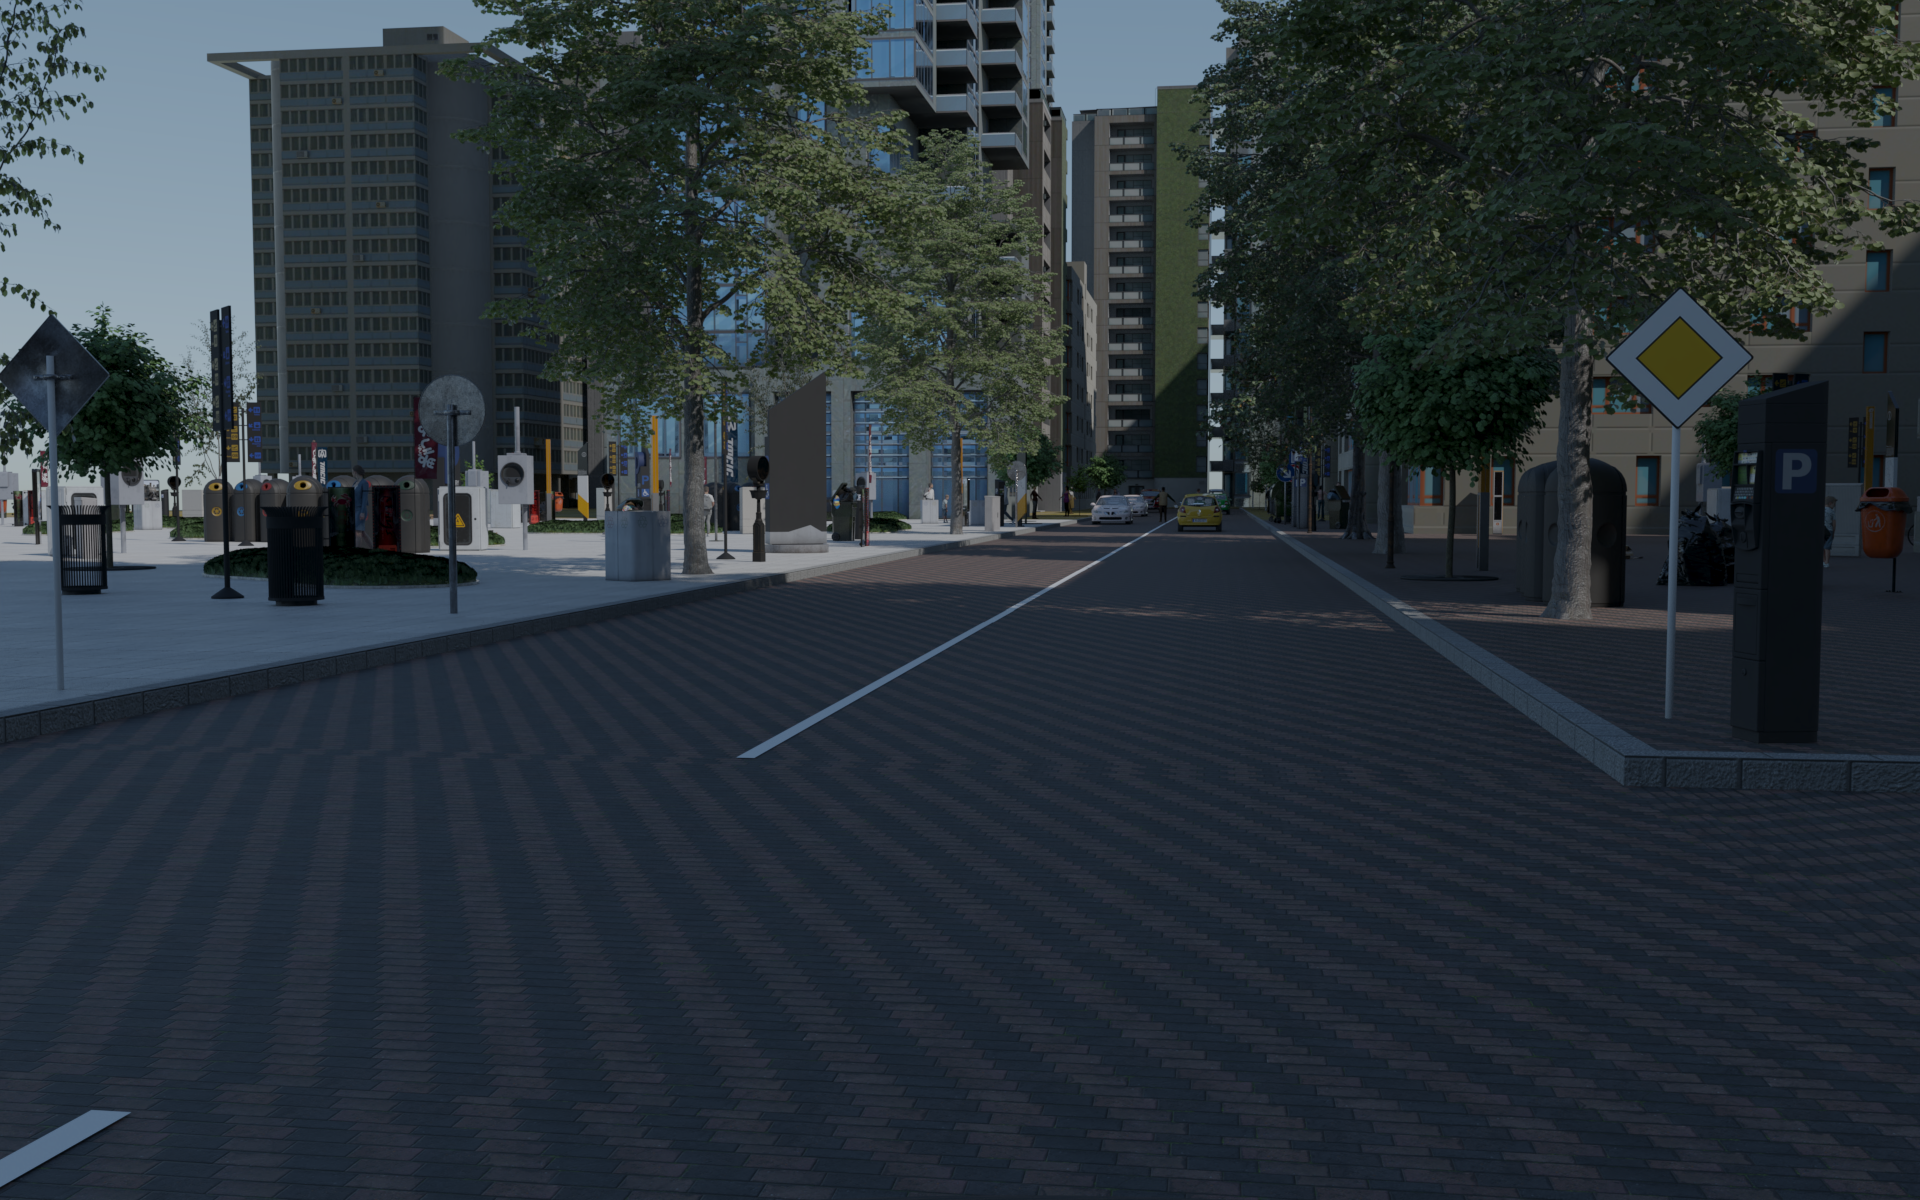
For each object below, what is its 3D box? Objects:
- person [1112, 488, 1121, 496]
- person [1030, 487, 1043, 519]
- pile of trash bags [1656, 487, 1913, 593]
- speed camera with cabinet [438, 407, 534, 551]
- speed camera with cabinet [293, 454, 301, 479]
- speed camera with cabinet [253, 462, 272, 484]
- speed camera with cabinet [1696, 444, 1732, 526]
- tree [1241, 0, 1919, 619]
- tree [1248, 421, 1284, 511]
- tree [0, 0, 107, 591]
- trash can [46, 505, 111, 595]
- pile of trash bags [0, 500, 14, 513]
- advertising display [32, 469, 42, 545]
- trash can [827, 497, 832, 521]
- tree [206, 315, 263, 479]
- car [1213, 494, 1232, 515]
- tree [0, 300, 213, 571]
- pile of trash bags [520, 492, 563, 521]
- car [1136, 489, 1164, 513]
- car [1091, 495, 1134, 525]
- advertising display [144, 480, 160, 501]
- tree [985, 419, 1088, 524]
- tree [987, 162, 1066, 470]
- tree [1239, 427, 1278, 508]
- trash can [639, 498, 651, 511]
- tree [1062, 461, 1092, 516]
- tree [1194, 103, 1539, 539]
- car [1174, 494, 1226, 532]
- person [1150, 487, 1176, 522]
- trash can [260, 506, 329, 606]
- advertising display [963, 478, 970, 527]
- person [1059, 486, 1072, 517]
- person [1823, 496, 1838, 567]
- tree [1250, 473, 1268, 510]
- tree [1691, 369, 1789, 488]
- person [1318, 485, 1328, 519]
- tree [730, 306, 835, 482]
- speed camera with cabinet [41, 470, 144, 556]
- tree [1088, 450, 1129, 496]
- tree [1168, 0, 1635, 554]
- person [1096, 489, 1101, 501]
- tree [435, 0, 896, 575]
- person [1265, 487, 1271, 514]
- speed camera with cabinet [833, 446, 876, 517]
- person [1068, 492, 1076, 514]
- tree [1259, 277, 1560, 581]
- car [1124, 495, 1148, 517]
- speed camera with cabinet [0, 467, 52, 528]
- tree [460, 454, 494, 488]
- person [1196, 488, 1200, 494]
[{"bbox_3d":[8.696,-5.340,96.480,0.551,1.740,0.621,0,4,7],"label":"person"},{"bbox_3d":[3.886,-4.988,88.414,0.721,1.723,1.217,2,4,31],"label":"person"},{"bbox_3d":[11.290,-0.852,23.683,1.912,1.369,3.447,-2,4,-30],"label":"pile of trash bags"},{"bbox_3d":[-10.743,-2.745,39.214,2.038,3.252,0.660,0,4,1],"label":"speed camera with cabinet"},{"bbox_3d":[-33.510,-5.607,86.015,2.038,3.252,0.660,-1,4,-19],"label":"speed camera with cabinet"},{"bbox_3d":[-33.810,-5.398,82.592,0.660,3.252,2.038,2,4,27],"label":"speed camera with cabinet"},{"bbox_3d":[22.285,-3.466,50.998,0.660,3.252,2.038,0,4,7],"label":"speed camera with cabinet"},{"bbox_3d":[6.503,-6.105,17.942,7.486,12.596,7.792,0,3,0],"label":"tree"},{"bbox_3d":[23.760,-11.218,133.778,4.360,8.622,3.978,0,3,0],"label":"tree"},{"bbox_3d":[-9.325,-3.947,14.904,4.360,8.622,3.978,0,3,0],"label":"tree"},{"bbox_3d":[-11.278,-0.645,22.205,0.748,1.137,0.748,0,3,0],"label":"trash can"},{"bbox_3d":[-40.330,-3.990,74.996,3.447,1.369,1.912,1,4,11],"label":"pile of trash bags"},{"bbox_3d":[-23.552,-2.385,44.209,0.123,1.923,0.974,-1,4,-23],"label":"advertising display"},{"bbox_3d":[-6.229,-4.278,81.601,0.748,1.137,0.748,0,3,0],"label":"trash can"},{"bbox_3d":[-30.558,-7.364,70.762,4.360,8.622,3.978,0,3,0],"label":"tree"},{"bbox_3d":[18.024,-6.879,121.271,1.959,1.807,4.718,1,4,10],"label":"car"},{"bbox_3d":[-14.586,-2.795,29.417,4.285,4.588,4.351,0,3,0],"label":"tree"},{"bbox_3d":[-20.074,-4.436,82.282,1.912,1.369,3.447,2,4,27],"label":"pile of trash bags"},{"bbox_3d":[14.835,-7.714,134.802,2.281,1.827,5.304,1,4,9],"label":"car"},{"bbox_3d":[7.342,-4.330,83.150,2.083,1.381,4.827,0,4,8],"label":"car"},{"bbox_3d":[-36.159,-4.398,77.125,0.974,1.923,0.123,-2,4,-26],"label":"advertising display"},{"bbox_3d":[2.930,-5.940,80.827,4.285,4.588,4.351,0,3,0],"label":"tree"},{"bbox_3d":[-0.507,-8.362,54.853,7.486,12.596,7.792,0,3,0],"label":"tree"},{"bbox_3d":[27.087,-12.740,158.657,4.737,8.622,4.395,0,3,0],"label":"tree"},{"bbox_3d":[-10.865,-2.917,59.349,0.748,1.137,0.748,0,3,0],"label":"trash can"},{"bbox_3d":[6.925,-6.457,100.181,1.663,3.219,1.824,0,3,0],"label":"tree"},{"bbox_3d":[11.485,-8.083,49.173,9.611,12.733,9.660,0,3,0],"label":"tree"},{"bbox_3d":[9.309,-3.488,67.250,2.015,1.641,3.980,0,4,8],"label":"car"},{"bbox_3d":[10.468,-4.930,89.195,1.348,1.812,0.705,0,4,4],"label":"person"},{"bbox_3d":[-7.671,-0.510,19.993,0.748,1.137,0.748,0,3,0],"label":"trash can"},{"bbox_3d":[0.173,-3.866,68.427,0.123,1.923,0.974,-1,4,-20],"label":"advertising display"},{"bbox_3d":[6.006,-5.619,98.589,0.721,1.739,1.217,-2,4,-30],"label":"person"},{"bbox_3d":[15.151,-1.200,30.341,0.352,1.250,0.332,-2,4,-25],"label":"person"},{"bbox_3d":[24.889,-9.084,143.121,1.663,3.219,1.824,0,3,0],"label":"tree"},{"bbox_3d":[20.983,-3.786,45.613,4.285,4.588,4.351,0,3,0],"label":"tree"},{"bbox_3d":[18.746,-5.081,89.827,1.217,1.736,0.721,1,4,18],"label":"person"},{"bbox_3d":[-6.641,-7.083,66.162,4.360,8.622,3.978,0,3,0],"label":"tree"},{"bbox_3d":[-18.250,-2.584,36.577,0.660,3.252,2.038,1,4,21],"label":"speed camera with cabinet"},{"bbox_3d":[10.546,-8.720,126.282,4.285,4.588,4.351,0,3,0],"label":"tree"},{"bbox_3d":[9.382,-7.971,36.987,9.857,13.997,8.962,0,3,0],"label":"tree"},{"bbox_3d":[12.013,-8.788,150.284,0.434,1.755,0.990,-1,4,-17],"label":"person"},{"bbox_3d":[-4.075,-6.659,27.001,7.486,12.596,7.792,0,3,0],"label":"tree"},{"bbox_3d":[20.111,-6.518,112.243,0.705,1.869,1.348,-1,4,-23],"label":"person"},{"bbox_3d":[-4.421,-4.763,72.212,2.038,3.252,0.660,3,5,42],"label":"speed camera with cabinet"},{"bbox_3d":[7.237,-6.418,111.716,0.721,1.736,1.217,1,4,19],"label":"person"},{"bbox_3d":[7.334,-2.584,25.956,4.285,4.588,4.351,0,3,0],"label":"tree"},{"bbox_3d":[11.000,-6.012,110.665,2.083,1.381,4.827,1,4,10],"label":"car"},{"bbox_3d":[-38.484,-4.704,71.241,2.038,3.252,0.660,0,4,-2],"label":"speed camera with cabinet"},{"bbox_3d":[-23.397,-5.480,84.195,1.663,3.219,1.824,0,3,0],"label":"tree"},{"bbox_3d":[14.000,-5.642,101.281,0.617,1.759,0.750,3,4,38],"label":"person"}]
